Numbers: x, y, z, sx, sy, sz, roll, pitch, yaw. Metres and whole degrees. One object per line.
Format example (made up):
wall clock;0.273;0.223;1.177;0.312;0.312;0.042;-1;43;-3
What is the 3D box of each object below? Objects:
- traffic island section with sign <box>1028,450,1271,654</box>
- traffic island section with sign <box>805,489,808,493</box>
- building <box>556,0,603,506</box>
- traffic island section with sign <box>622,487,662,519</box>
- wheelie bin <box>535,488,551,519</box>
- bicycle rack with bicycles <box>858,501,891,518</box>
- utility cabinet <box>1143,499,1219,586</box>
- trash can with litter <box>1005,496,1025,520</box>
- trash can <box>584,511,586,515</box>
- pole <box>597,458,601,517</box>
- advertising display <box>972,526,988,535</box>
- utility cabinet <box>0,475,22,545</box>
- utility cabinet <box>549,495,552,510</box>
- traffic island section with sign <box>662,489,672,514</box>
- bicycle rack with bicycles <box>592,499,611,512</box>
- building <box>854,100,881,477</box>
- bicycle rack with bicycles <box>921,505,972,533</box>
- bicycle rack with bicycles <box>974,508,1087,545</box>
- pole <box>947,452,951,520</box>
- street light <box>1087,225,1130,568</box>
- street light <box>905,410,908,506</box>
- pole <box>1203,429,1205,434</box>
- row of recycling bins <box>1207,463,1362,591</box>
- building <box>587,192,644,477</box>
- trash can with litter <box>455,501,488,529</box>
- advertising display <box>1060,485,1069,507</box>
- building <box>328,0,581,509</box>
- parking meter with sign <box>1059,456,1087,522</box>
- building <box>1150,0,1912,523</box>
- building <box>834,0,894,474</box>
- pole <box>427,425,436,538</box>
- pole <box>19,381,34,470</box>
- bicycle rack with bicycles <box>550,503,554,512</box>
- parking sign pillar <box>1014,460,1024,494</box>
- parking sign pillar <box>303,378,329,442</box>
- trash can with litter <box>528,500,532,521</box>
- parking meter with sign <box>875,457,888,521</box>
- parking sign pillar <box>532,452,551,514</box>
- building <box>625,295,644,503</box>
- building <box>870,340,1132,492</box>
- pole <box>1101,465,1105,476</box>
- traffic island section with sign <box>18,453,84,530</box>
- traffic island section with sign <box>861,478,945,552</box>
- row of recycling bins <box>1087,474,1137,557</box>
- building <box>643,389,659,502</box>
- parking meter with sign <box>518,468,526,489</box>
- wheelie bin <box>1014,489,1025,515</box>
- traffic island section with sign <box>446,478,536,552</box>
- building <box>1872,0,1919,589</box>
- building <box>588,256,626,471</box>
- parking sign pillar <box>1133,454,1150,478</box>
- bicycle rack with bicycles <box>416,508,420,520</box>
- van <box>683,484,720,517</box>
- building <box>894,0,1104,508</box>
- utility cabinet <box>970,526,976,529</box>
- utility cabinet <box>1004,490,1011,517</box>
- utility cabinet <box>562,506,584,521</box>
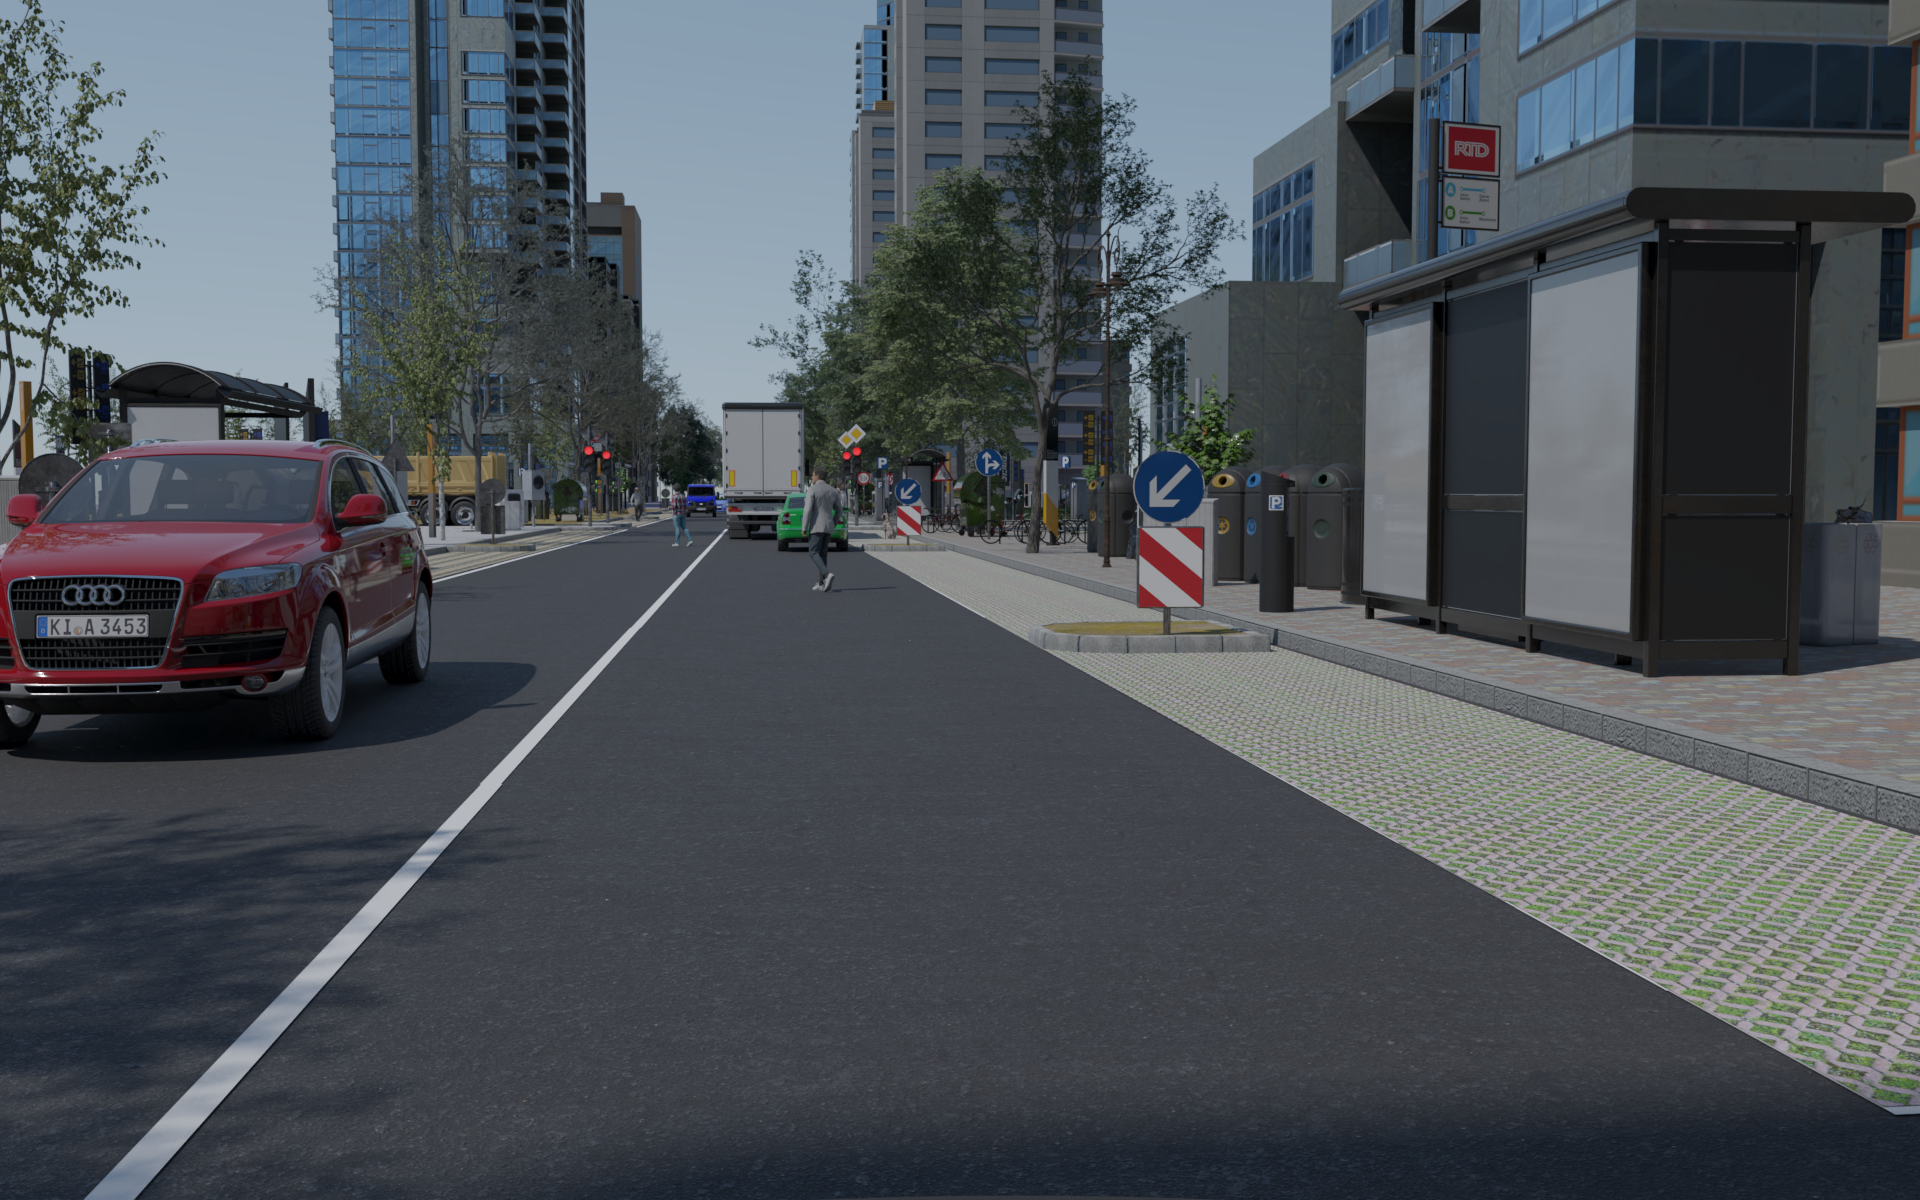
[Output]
traffic island section with sign;1.699;-0.476;16.417;1.989;1.847;2.006;0;4;-7
traffic island section with sign;-11.105;-7.220;126.668;1.989;1.847;2.006;0;4;-7
building;-49.290;-45.912;188.906;20.563;71.187;20.611;0;4;-7
traffic island section with sign;-18.084;-5.477;98.183;1.989;1.847;2.006;0;4;-7
wheelie bin;-21.134;-4.880;87.697;0.693;1.594;0.980;-3;5;-44
bicycle rack with bicycles;-3.934;-4.930;93.982;2.852;0.926;2.925;-2;4;-32
utility cabinet;3.094;-0.804;24.313;1.020;1.237;0.306;1;4;22
trash can with litter;2.502;-4.237;80.667;0.624;1.170;1.055;3;5;43
trash can;-23.014;-5.763;105.876;0.748;1.137;0.748;0;3;0
pole;-20.418;-6.372;98.018;0.158;3.312;0.155;0;3;0
advertising display;0.664;-3.031;54.769;0.123;1.923;0.974;2;4;35
utility cabinet;-11.161;-0.717;20.406;1.173;1.500;0.318;-1;4;-17
utility cabinet;-32.918;-7.736;137.637;1.020;1.237;0.306;2;4;24
traffic island section with sign;-21.212;-7.131;125.216;1.989;1.847;2.006;0;4;-7
bicycle rack with bicycles;-25.956;-6.875;125.785;2.852;0.926;2.925;0;4;-5
building;-5.591;-44.325;266.713;21.231;58.520;28.212;0;4;-7
bicycle rack with bicycles;0.077;-2.702;57.562;2.925;0.926;2.852;0;4;-6
bicycle rack with bicycles;2.265;-1.933;44.990;2.925;0.926;2.852;1;4;22
pole;-0.539;-5.522;84.131;0.158;3.312;0.155;0;3;0
street light;2.567;-3.506;30.111;0.468;5.910;1.993;0;4;-7
street light;-2.140;-5.899;69.228;0.468;5.910;1.993;0;4;-7
pole;7.012;-3.398;49.401;0.158;3.312;0.155;0;3;0
row of recycling bins;4.643;-1.070;24.615;1.069;1.692;3.534;-1;4;-22
building;-55.100;-37.306;260.055;14.600;45.320;14.200;0;4;-7
trash can with litter;-17.378;-3.214;63.600;1.678;1.210;2.233;-3;5;-43
advertising display;7.210;-6.983;119.393;0.123;1.923;0.974;3;4;37
building;-46.981;-51.966;162.314;22.319;86.520;31.000;0;4;-7
parking meter with sign;5.516;-5.115;79.892;1.738;3.016;0.543;-3;4;-37
building;19.756;-44.869;46.286;22.319;86.520;31.000;0;4;-7
building;-9.883;-60.128;295.769;22.319;86.520;31.000;0;4;-7
pole;-15.517;-3.488;50.865;0.158;3.312;0.155;0;3;0
pole;-16.868;-2.294;31.354;0.158;3.312;0.155;0;3;0
bicycle rack with bicycles;-30.936;-6.818;124.848;2.925;0.926;2.852;0;4;5
parking sign pillar;4.557;-8.928;134.450;1.447;3.967;1.447;-1;4;-19
parking sign pillar;-15.226;-3.209;40.938;1.447;3.967;1.447;-2;4;-26
trash can with litter;-20.436;-4.262;81.074;0.624;1.170;1.055;-3;4;-37
parking meter with sign;-3.806;-5.294;82.820;0.543;3.016;1.738;-1;4;-9
parking sign pillar;-26.761;-7.441;110.140;1.447;3.967;1.447;0;4;8
building;-52.767;-29.043;246.556;14.160;30.474;14.107;0;4;-7
building;3.953;-22.185;207.757;27.650;21.520;28.899;0;4;-7
pole;4.196;-3.457;50.367;0.158;3.312;0.155;0;3;0
traffic island section with sign;-8.541;-0.451;16.000;1.989;1.847;2.006;0;4;-7
traffic island section with sign;-1.474;-2.147;43.735;1.989;1.847;2.006;0;4;-7
row of recycling bins;3.298;-1.815;36.786;1.069;1.692;3.534;0;4;0
building;-63.977;-26.717;281.860;27.650;21.520;28.899;0;4;-7
parking meter with sign;-29.032;-7.321;115.967;0.543;3.016;1.738;0;4;5
wheelie bin;3.639;-6.044;106.730;0.693;1.594;0.980;-1;4;-17
traffic island section with sign;-11.719;-2.129;43.431;1.989;1.847;2.006;0;4;-7
building;28.284;-10.158;11.124;27.650;21.520;28.899;0;4;-7
building;-48.260;-26.667;207.711;14.160;30.474;14.107;0;4;-7
parking sign pillar;13.167;-8.359;125.134;1.447;3.967;1.447;1;4;19
bicycle rack with bicycles;-26.876;-4.420;85.642;2.852;0.926;2.925;2;4;35
van;-16.131;-6.336;107.981;2.240;2.365;5.245;-1;4;-8
building;3.794;-38.894;177.917;21.231;58.520;28.212;0;4;-7
utility cabinet;0.608;-3.211;63.667;0.306;1.237;1.020;1;4;13
utility cabinet;2.258;-5.403;97.018;1.173;1.500;0.318;-2;4;-26
utility cabinet;-18.476;-4.509;82.405;1.173;1.500;0.318;1;4;17
